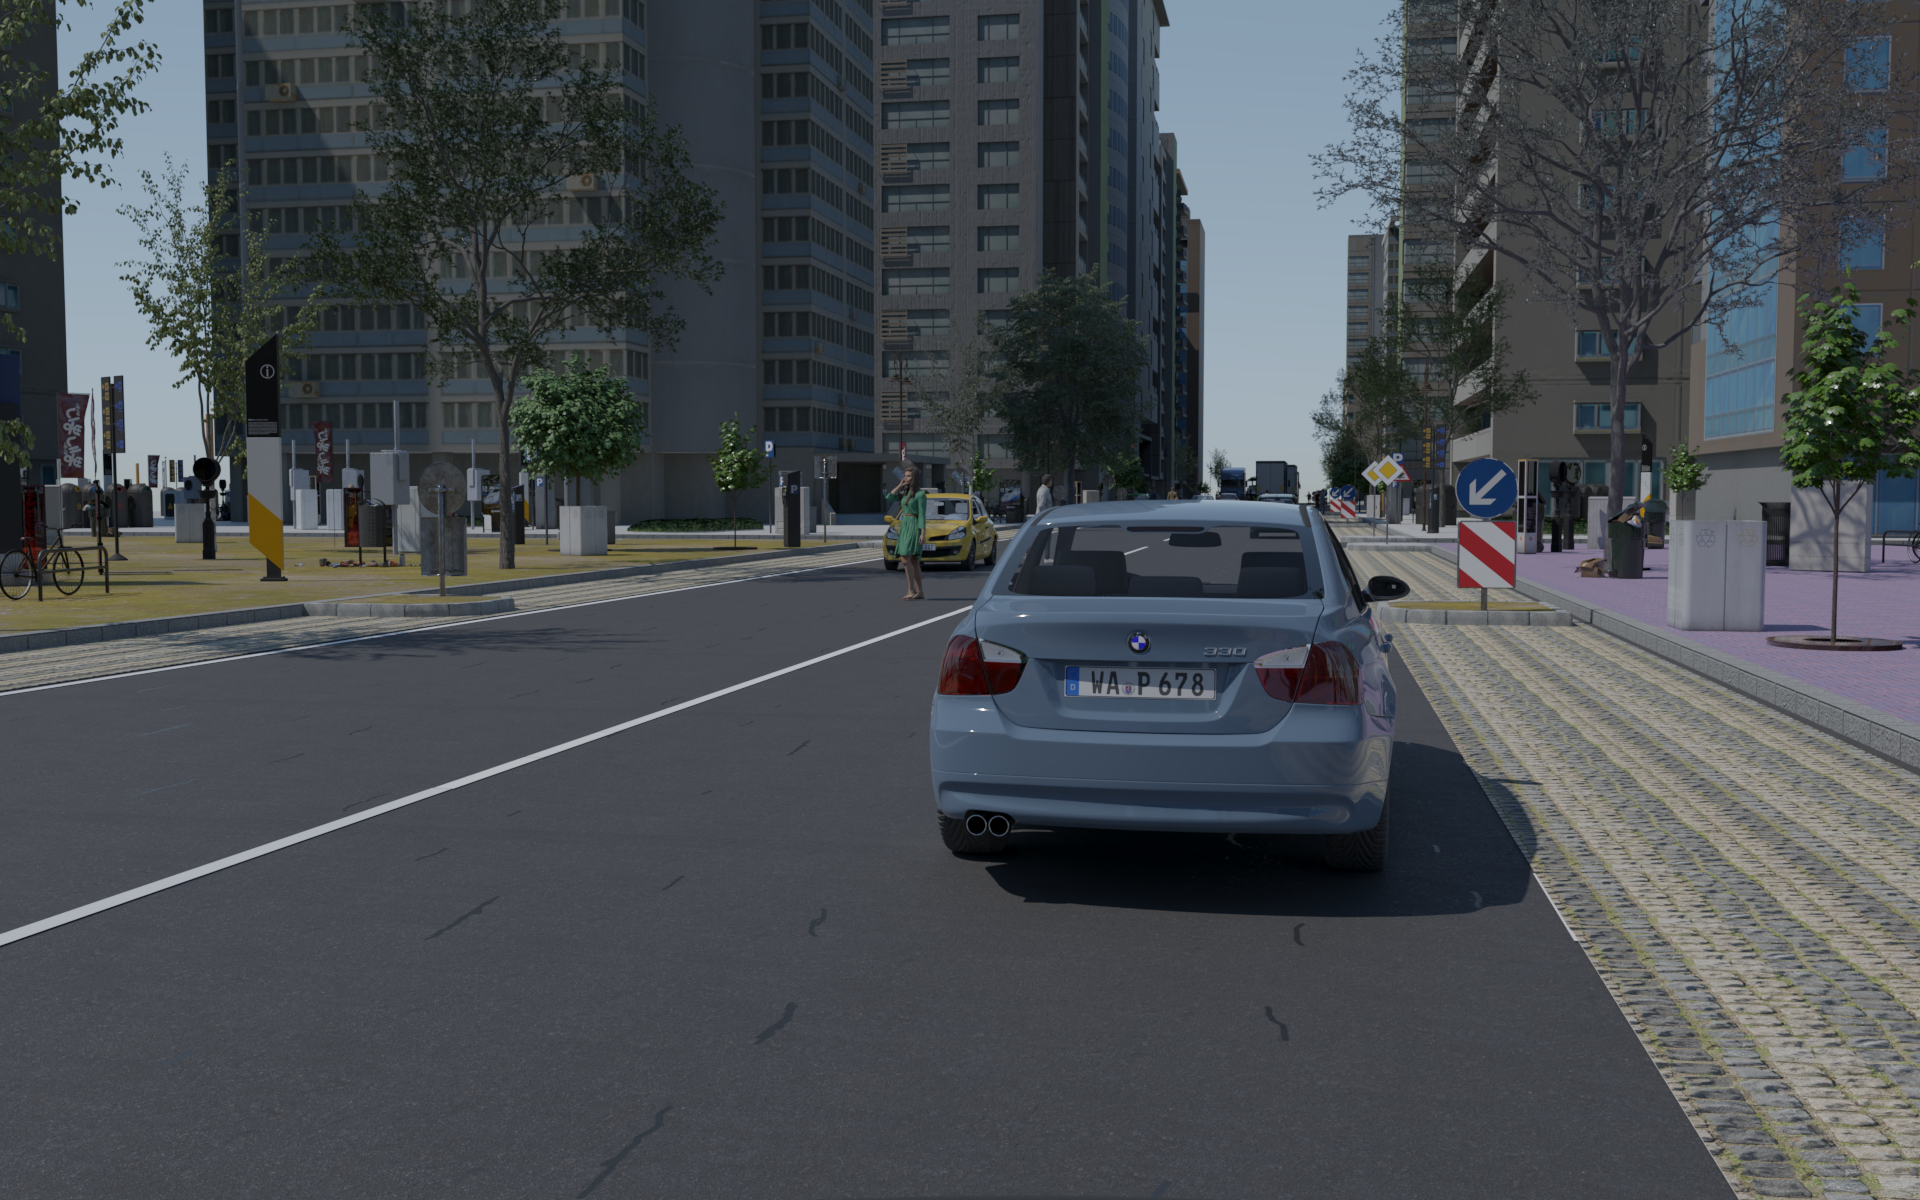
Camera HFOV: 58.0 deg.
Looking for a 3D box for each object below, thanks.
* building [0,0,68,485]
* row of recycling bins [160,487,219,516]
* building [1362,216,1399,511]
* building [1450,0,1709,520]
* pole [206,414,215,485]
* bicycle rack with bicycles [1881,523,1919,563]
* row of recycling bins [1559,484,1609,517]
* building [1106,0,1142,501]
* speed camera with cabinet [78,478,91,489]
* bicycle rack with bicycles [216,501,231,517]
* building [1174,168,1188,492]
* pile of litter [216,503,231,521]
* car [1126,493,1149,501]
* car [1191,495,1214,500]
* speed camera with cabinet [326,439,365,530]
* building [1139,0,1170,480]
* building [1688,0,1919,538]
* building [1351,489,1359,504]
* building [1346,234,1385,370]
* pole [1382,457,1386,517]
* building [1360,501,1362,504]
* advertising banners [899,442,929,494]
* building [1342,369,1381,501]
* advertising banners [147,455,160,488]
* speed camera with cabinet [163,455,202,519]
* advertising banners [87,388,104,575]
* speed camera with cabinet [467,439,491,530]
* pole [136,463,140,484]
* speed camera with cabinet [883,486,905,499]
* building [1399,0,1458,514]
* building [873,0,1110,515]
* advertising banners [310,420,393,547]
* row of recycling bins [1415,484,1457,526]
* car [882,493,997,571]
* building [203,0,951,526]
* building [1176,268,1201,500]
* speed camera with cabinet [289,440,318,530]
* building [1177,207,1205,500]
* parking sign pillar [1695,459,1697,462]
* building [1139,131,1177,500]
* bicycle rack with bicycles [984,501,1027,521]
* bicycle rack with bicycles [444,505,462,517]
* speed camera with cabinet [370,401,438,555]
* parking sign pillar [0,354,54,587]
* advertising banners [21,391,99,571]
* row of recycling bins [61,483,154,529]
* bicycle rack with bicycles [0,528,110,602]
[{"bbox_3d":[-55.989,-27.640,75.620,21.600,48.544,21.300,1,4,11],"label":"building"},{"bbox_3d":[-45.267,-5.786,101.706,1.069,1.692,3.534,2,4,32],"label":"row of recycling bins"},{"bbox_3d":[54.249,-28.529,158.324,32.217,40.220,23.993,1,4,11],"label":"building"},{"bbox_3d":[35.001,-27.922,80.233,21.300,48.544,21.600,1,4,11],"label":"building"},{"bbox_3d":[-19.070,-3.073,44.093,0.158,3.312,0.155,0,3,0],"label":"pole"},{"bbox_3d":[18.316,-1.120,31.693,2.852,0.926,2.925,0,4,-5],"label":"bicycle rack with bicycles"},{"bbox_3d":[25.005,-3.801,69.260,1.069,1.692,3.534,3,5,44],"label":"row of recycling bins"},{"bbox_3d":[3.226,-36.807,143.786,21.231,58.520,28.212,1,4,11],"label":"building"},{"bbox_3d":[-49.479,-6.314,97.562,0.660,3.252,2.038,-1,4,-13],"label":"speed camera with cabinet"},{"bbox_3d":[-39.331,-4.782,91.572,2.925,0.926,2.852,-2,4,-25],"label":"bicycle rack with bicycles"},{"bbox_3d":[18.498,-35.142,229.195,22.147,44.769,28.867,1,4,11],"label":"building"},{"bbox_3d":[-35.105,-4.169,82.126,1.176,0.858,1.719,2,4,31],"label":"pile of litter"},{"bbox_3d":[11.367,-6.249,110.968,1.959,1.807,4.718,1,4,11],"label":"car"},{"bbox_3d":[16.280,-6.356,116.285,2.083,1.381,4.827,1,4,11],"label":"car"},{"bbox_3d":[-22.001,-4.140,62.029,0.660,3.252,2.038,0,4,4],"label":"speed camera with cabinet"},{"bbox_3d":[5.450,-35.666,172.369,28.713,52.752,27.495,1,4,11],"label":"building"},{"bbox_3d":[32.351,-24.723,54.330,14.200,45.320,14.600,1,4,11],"label":"building"},{"bbox_3d":[67.543,-32.537,223.867,32.217,40.220,23.993,1,4,11],"label":"building"},{"bbox_3d":[67.924,-36.042,272.880,14.154,41.232,14.086,1,4,11],"label":"building"},{"bbox_3d":[23.208,-6.179,94.873,0.158,3.312,0.155,0,3,0],"label":"pole"},{"bbox_3d":[59.427,-29.959,181.714,32.217,40.220,23.993,1,4,11],"label":"building"},{"bbox_3d":[-1.542,-3.747,57.453,0.090,3.025,2.074,-2,4,-29],"label":"advertising banners"},{"bbox_3d":[69.856,-24.844,251.243,27.650,21.520,28.899,1,4,11],"label":"building"},{"bbox_3d":[-36.491,-4.924,76.698,2.074,3.025,0.090,-3,4,-38],"label":"advertising banners"},{"bbox_3d":[-39.327,-5.703,87.587,2.038,3.252,0.660,1,4,22],"label":"speed camera with cabinet"},{"bbox_3d":[-14.007,-1.952,28.099,0.090,3.025,2.074,-2,4,-28],"label":"advertising banners"},{"bbox_3d":[-16.803,-4.124,61.770,2.038,3.252,0.660,3,5,44],"label":"speed camera with cabinet"},{"bbox_3d":[-54.292,-7.373,114.385,0.158,3.312,0.155,0,3,0],"label":"pole"},{"bbox_3d":[-3.737,-6.044,93.150,2.038,3.252,0.660,1,4,23],"label":"speed camera with cabinet"},{"bbox_3d":[36.645,-26.463,116.259,14.154,41.232,14.086,1,4,11],"label":"building"},{"bbox_3d":[1.898,-26.204,112.033,14.154,41.232,14.086,1,4,11],"label":"building"},{"bbox_3d":[-14.644,-2.795,41.880,2.074,3.025,0.090,-3,5,-41],"label":"advertising banners"},{"bbox_3d":[19.727,-3.964,71.925,1.069,1.692,3.534,0,4,-1],"label":"row of recycling bins"},{"bbox_3d":[-0.361,-1.438,33.733,2.015,1.641,3.980,1,4,10],"label":"car"},{"bbox_3d":[-17.321,-23.754,80.257,32.217,40.220,23.993,1,4,11],"label":"building"},{"bbox_3d":[19.477,-34.551,256.787,32.217,40.220,23.993,1,4,11],"label":"building"},{"bbox_3d":[-23.820,-4.191,62.853,0.660,3.252,2.038,-2,4,-31],"label":"speed camera with cabinet"},{"bbox_3d":[31.324,-38.180,274.356,14.600,45.320,14.200,1,4,11],"label":"building"},{"bbox_3d":[29.874,-4.916,68.848,1.447,3.967,1.447,1,4,18],"label":"parking sign pillar"},{"bbox_3d":[16.351,-31.079,191.733,14.154,41.232,14.086,1,4,11],"label":"building"},{"bbox_3d":[1.751,-4.327,84.126,2.925,0.926,2.852,-2,4,-29],"label":"bicycle rack with bicycles"},{"bbox_3d":[-17.977,-2.762,58.546,2.852,0.926,2.925,0,4,3],"label":"bicycle rack with bicycles"},{"bbox_3d":[-11.963,-2.635,37.420,0.660,3.252,2.038,1,4,11],"label":"speed camera with cabinet"},{"bbox_3d":[-13.632,-2.198,24.404,1.447,3.967,1.447,-3,5,-40],"label":"parking sign pillar"},{"bbox_3d":[-15.867,-2.035,29.453,2.074,3.025,0.090,-3,5,-41],"label":"advertising banners"},{"bbox_3d":[-32.446,-3.581,65.660,1.069,1.692,3.534,3,4,38],"label":"row of recycling bins"},{"bbox_3d":[-12.011,-0.485,21.319,2.852,0.926,2.925,0,4,-1],"label":"bicycle rack with bicycles"}]
